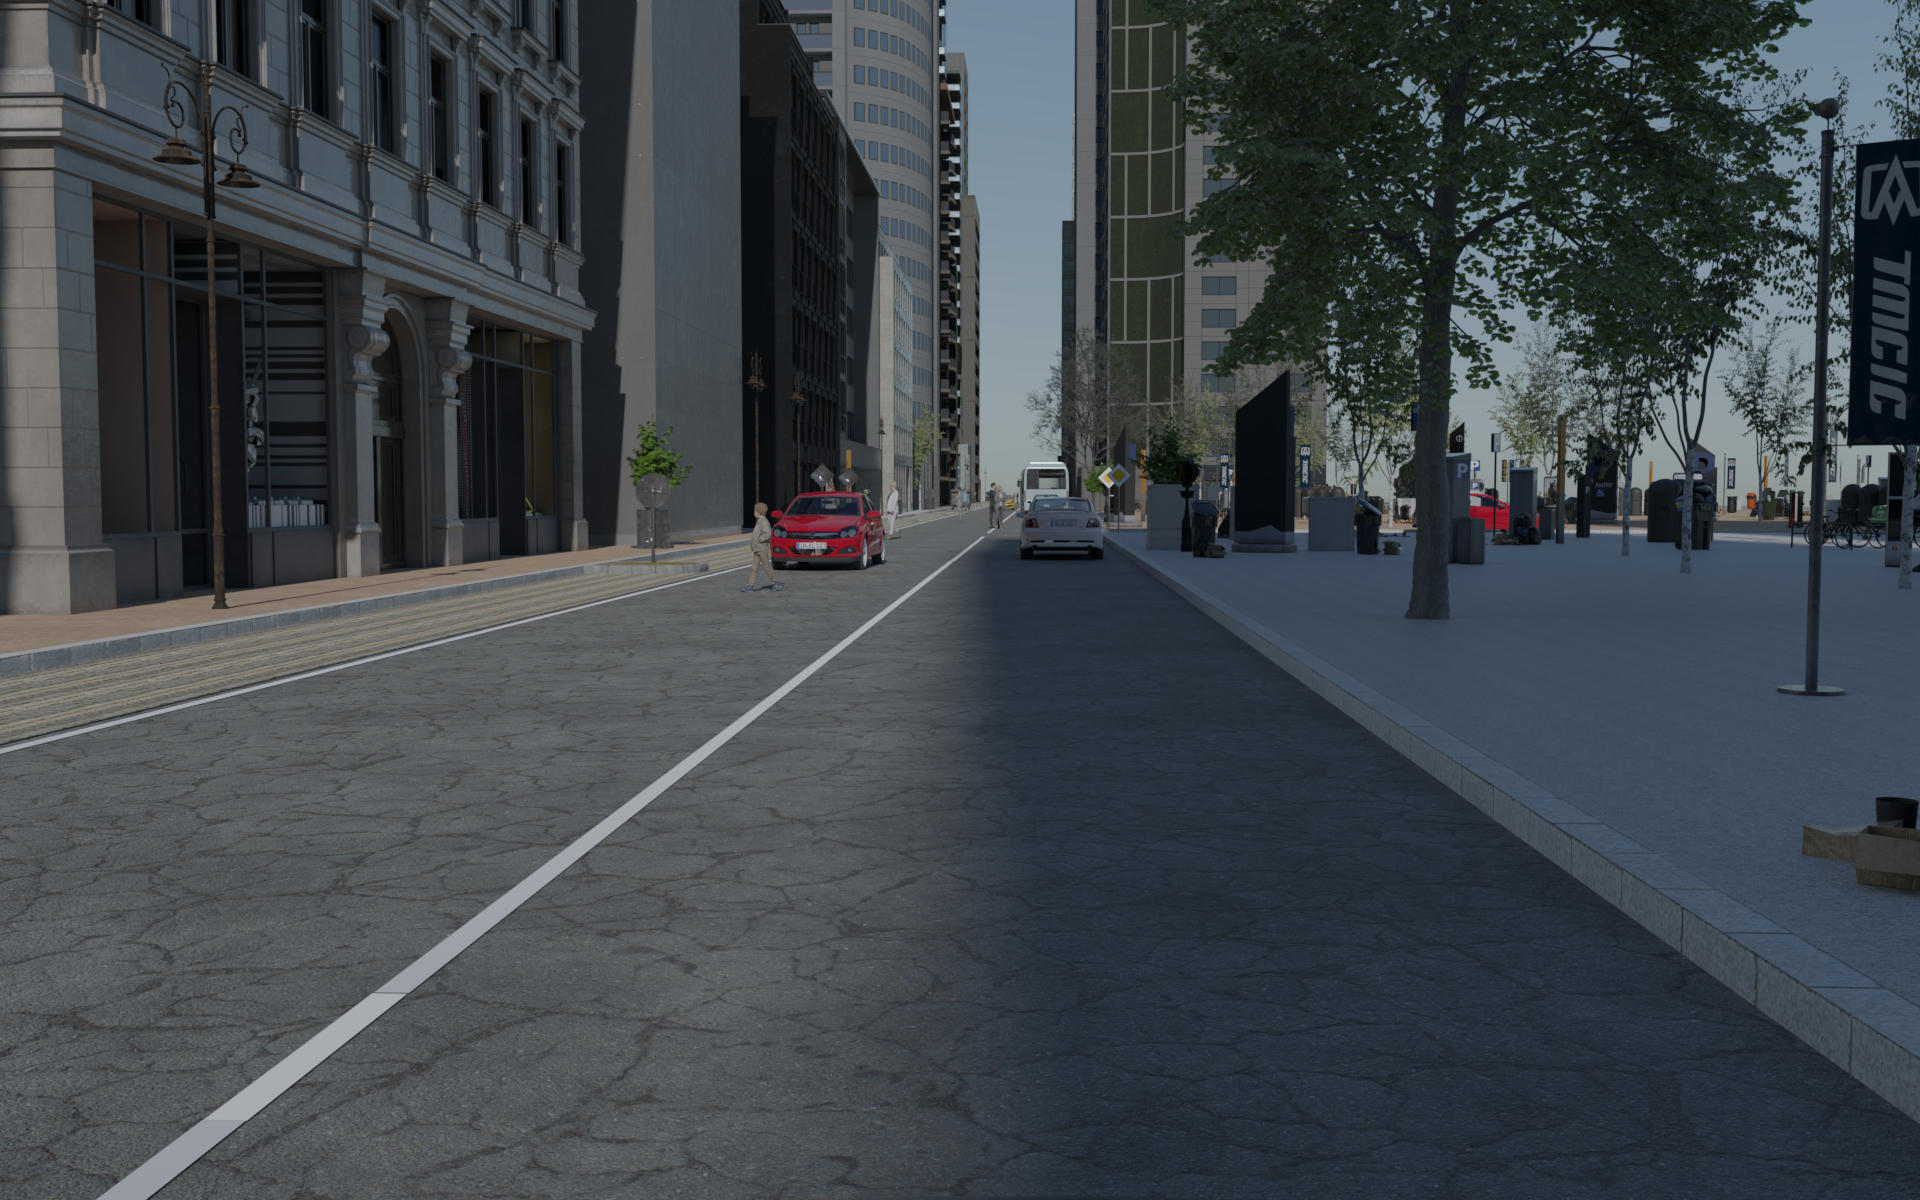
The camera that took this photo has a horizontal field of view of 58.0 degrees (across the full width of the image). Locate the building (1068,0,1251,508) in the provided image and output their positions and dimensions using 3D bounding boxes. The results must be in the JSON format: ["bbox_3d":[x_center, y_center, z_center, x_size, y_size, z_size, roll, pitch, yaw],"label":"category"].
[{"bbox_3d":[22.102,-46.792,203.304,20.563,71.187,20.611,0,4,3],"label":"building"}]

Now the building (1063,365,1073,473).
[{"bbox_3d":[28.328,-24.077,238.693,27.650,21.520,28.899,0,4,3],"label":"building"}]

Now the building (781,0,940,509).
[{"bbox_3d":[-13.101,-37.402,153.527,21.231,58.520,28.212,0,4,3],"label":"building"}]

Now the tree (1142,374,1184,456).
[{"bbox_3d":[13.005,-9.325,102.827,4.360,8.622,3.978,0,3,0],"label":"tree"}]

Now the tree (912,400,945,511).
[{"bbox_3d":[-3.340,-11.245,134.224,4.737,8.622,4.395,0,3,0],"label":"tree"}]

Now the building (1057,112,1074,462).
[{"bbox_3d":[27.229,-59.233,281.132,22.319,86.520,31.000,0,4,3],"label":"building"}]

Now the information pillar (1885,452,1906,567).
[{"bbox_3d":[16.426,-1.582,30.352,0.304,2.012,0.304,3,4,36],"label":"information pillar"}]

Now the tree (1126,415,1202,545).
[{"bbox_3d":[5.164,-2.918,42.307,1.663,3.219,1.824,0,3,0],"label":"tree"}]

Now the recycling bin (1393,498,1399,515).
[{"bbox_3d":[26.162,-5.525,102.885,0.722,1.027,0.722,0,4,2],"label":"recycling bin"}]

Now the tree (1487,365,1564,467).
[{"bbox_3d":[32.434,-9.124,99.539,4.737,8.622,4.395,0,3,0],"label":"tree"}]

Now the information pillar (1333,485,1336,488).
[{"bbox_3d":[29.880,-8.165,137.990,0.304,2.012,0.304,3,5,43],"label":"information pillar"}]

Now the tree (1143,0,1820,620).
[{"bbox_3d":[5.196,-6.095,17.786,7.486,12.596,7.792,0,3,0],"label":"tree"}]

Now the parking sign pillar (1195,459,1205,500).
[{"bbox_3d":[15.784,-7.682,114.070,1.447,3.967,1.447,0,4,0],"label":"parking sign pillar"}]

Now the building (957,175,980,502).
[{"bbox_3d":[-7.953,-39.277,265.877,21.300,48.544,21.600,0,4,3],"label":"building"}]

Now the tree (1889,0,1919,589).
[{"bbox_3d":[12.839,-4.474,23.521,4.360,8.622,3.978,0,3,0],"label":"tree"}]

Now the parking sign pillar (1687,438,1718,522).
[{"bbox_3d":[34.643,-5.653,80.904,1.447,3.967,1.447,0,4,-1],"label":"parking sign pillar"}]

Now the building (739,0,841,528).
[{"bbox_3d":[-12.055,-14.838,72.281,12.332,23.373,15.834,0,4,3],"label":"building"}]

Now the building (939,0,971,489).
[{"bbox_3d":[-9.413,-56.596,238.023,22.319,86.520,31.000,0,4,3],"label":"building"}]

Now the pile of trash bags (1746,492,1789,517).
[{"bbox_3d":[44.741,-5.286,96.180,3.447,1.369,1.912,-3,4,-36],"label":"pile of trash bags"}]

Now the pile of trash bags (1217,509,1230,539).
[{"bbox_3d":[7.882,-2.460,49.978,3.447,1.369,1.912,0,4,4],"label":"pile of trash bags"}]

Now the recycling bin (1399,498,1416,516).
[{"bbox_3d":[26.070,-5.360,100.193,0.722,1.027,0.722,-3,5,-40],"label":"recycling bin"}]

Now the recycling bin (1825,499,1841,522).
[{"bbox_3d":[40.712,-4.160,80.571,0.722,1.027,0.722,2,4,32],"label":"recycling bin"}]

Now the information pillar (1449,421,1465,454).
[{"bbox_3d":[16.033,-3.946,55.878,0.504,3.616,0.183,2,4,28],"label":"information pillar"}]

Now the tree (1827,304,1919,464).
[{"bbox_3d":[28.639,-6.244,52.459,4.737,8.622,4.395,0,3,0],"label":"tree"}]

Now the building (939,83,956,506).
[{"bbox_3d":[-11.808,-32.280,182.404,22.147,44.769,28.867,0,4,3],"label":"building"}]

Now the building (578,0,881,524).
[{"bbox_3d":[-12.750,-16.932,95.909,14.314,24.678,30.058,0,4,3],"label":"building"}]

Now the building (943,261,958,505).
[{"bbox_3d":[-7.588,-26.448,204.119,14.160,30.474,14.107,0,4,3],"label":"building"}]

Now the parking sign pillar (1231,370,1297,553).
[{"bbox_3d":[6.738,-3.045,38.251,1.447,3.967,1.447,3,5,41],"label":"parking sign pillar"}]

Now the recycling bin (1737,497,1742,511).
[{"bbox_3d":[59.477,-7.348,132.694,0.722,1.027,0.722,1,4,23],"label":"recycling bin"}]

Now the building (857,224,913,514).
[{"bbox_3d":[-9.071,-16.192,119.490,10.420,20.320,16.860,0,4,3],"label":"building"}]

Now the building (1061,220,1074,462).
[{"bbox_3d":[22.230,-35.244,259.841,14.154,41.232,14.086,0,4,3],"label":"building"}]

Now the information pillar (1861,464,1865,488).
[{"bbox_3d":[69.627,-8.699,133.583,0.504,3.616,0.183,-3,5,-44],"label":"information pillar"}]

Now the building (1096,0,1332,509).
[{"bbox_3d":[21.116,-43.811,154.567,20.563,71.187,20.611,0,4,3],"label":"building"}]

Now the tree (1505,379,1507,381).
[{"bbox_3d":[23.914,-7.310,69.879,4.360,8.622,3.978,0,3,0],"label":"tree"}]

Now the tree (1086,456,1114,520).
[{"bbox_3d":[7.657,-5.666,87.241,1.663,3.219,1.824,0,3,0],"label":"tree"}]

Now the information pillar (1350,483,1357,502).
[{"bbox_3d":[26.937,-6.978,118.578,0.304,2.012,0.304,-2,4,-31],"label":"information pillar"}]

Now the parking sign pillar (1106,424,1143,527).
[{"bbox_3d":[6.390,-4.821,67.301,1.447,3.967,1.447,-1,4,-15],"label":"parking sign pillar"}]

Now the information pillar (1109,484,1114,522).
[{"bbox_3d":[6.410,-4.173,72.715,0.304,2.012,0.304,1,4,9],"label":"information pillar"}]

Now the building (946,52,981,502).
[{"bbox_3d":[-6.845,-51.864,286.223,20.563,71.187,20.611,0,4,3],"label":"building"}]

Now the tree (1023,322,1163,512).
[{"bbox_3d":[9.521,-13.111,124.727,12.009,13.543,11.850,0,3,0],"label":"tree"}]

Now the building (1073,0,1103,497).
[{"bbox_3d":[22.304,-38.978,179.291,21.231,58.520,28.212,0,4,3],"label":"building"}]

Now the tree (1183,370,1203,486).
[{"bbox_3d":[14.930,-8.902,95.917,4.360,8.622,3.978,0,3,0],"label":"tree"}]

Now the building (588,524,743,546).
[{"bbox_3d":[-22.058,-14.109,49.753,30.058,24.678,14.314,0,4,3],"label":"building"}]

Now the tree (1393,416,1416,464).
[{"bbox_3d":[35.721,-11.285,134.878,4.360,8.622,3.978,0,3,0],"label":"tree"}]

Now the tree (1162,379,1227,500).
[{"bbox_3d":[15.120,-9.799,110.571,4.737,8.622,4.395,0,3,0],"label":"tree"}]

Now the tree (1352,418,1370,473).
[{"bbox_3d":[26.825,-10.496,121.972,4.360,8.622,3.978,0,3,0],"label":"tree"}]

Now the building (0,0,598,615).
[{"bbox_3d":[-13.807,-10.300,19.313,10.553,20.767,40.483,0,4,3],"label":"building"}]

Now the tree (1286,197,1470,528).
[{"bbox_3d":[9.773,-5.606,42.016,4.737,8.622,4.395,0,3,0],"label":"tree"}]

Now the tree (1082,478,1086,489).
[{"bbox_3d":[8.607,-6.735,104.719,1.663,3.219,1.824,0,3,0],"label":"tree"}]

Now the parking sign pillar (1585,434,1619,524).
[{"bbox_3d":[28.651,-5.459,77.724,1.447,3.967,1.447,0,4,1],"label":"parking sign pillar"}]

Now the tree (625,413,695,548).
[{"bbox_3d":[-7.349,-2.847,41.155,1.663,3.219,1.824,0,3,0],"label":"tree"}]

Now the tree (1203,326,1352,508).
[{"bbox_3d":[13.376,-7.511,73.161,4.360,8.622,3.978,0,3,0],"label":"tree"}]

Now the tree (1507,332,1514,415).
[{"bbox_3d":[13.997,-5.245,36.110,4.360,8.622,3.978,0,3,0],"label":"tree"}]

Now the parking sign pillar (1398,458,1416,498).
[{"bbox_3d":[31.337,-8.124,121.299,1.447,3.967,1.447,0,4,-3],"label":"parking sign pillar"}]

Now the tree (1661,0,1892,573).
[{"bbox_3d":[11.799,-4.760,28.191,4.360,8.622,3.978,0,3,0],"label":"tree"}]

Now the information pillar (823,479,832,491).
[{"bbox_3d":[-5.514,-4.125,71.932,0.304,2.012,0.304,-3,5,-44],"label":"information pillar"}]
